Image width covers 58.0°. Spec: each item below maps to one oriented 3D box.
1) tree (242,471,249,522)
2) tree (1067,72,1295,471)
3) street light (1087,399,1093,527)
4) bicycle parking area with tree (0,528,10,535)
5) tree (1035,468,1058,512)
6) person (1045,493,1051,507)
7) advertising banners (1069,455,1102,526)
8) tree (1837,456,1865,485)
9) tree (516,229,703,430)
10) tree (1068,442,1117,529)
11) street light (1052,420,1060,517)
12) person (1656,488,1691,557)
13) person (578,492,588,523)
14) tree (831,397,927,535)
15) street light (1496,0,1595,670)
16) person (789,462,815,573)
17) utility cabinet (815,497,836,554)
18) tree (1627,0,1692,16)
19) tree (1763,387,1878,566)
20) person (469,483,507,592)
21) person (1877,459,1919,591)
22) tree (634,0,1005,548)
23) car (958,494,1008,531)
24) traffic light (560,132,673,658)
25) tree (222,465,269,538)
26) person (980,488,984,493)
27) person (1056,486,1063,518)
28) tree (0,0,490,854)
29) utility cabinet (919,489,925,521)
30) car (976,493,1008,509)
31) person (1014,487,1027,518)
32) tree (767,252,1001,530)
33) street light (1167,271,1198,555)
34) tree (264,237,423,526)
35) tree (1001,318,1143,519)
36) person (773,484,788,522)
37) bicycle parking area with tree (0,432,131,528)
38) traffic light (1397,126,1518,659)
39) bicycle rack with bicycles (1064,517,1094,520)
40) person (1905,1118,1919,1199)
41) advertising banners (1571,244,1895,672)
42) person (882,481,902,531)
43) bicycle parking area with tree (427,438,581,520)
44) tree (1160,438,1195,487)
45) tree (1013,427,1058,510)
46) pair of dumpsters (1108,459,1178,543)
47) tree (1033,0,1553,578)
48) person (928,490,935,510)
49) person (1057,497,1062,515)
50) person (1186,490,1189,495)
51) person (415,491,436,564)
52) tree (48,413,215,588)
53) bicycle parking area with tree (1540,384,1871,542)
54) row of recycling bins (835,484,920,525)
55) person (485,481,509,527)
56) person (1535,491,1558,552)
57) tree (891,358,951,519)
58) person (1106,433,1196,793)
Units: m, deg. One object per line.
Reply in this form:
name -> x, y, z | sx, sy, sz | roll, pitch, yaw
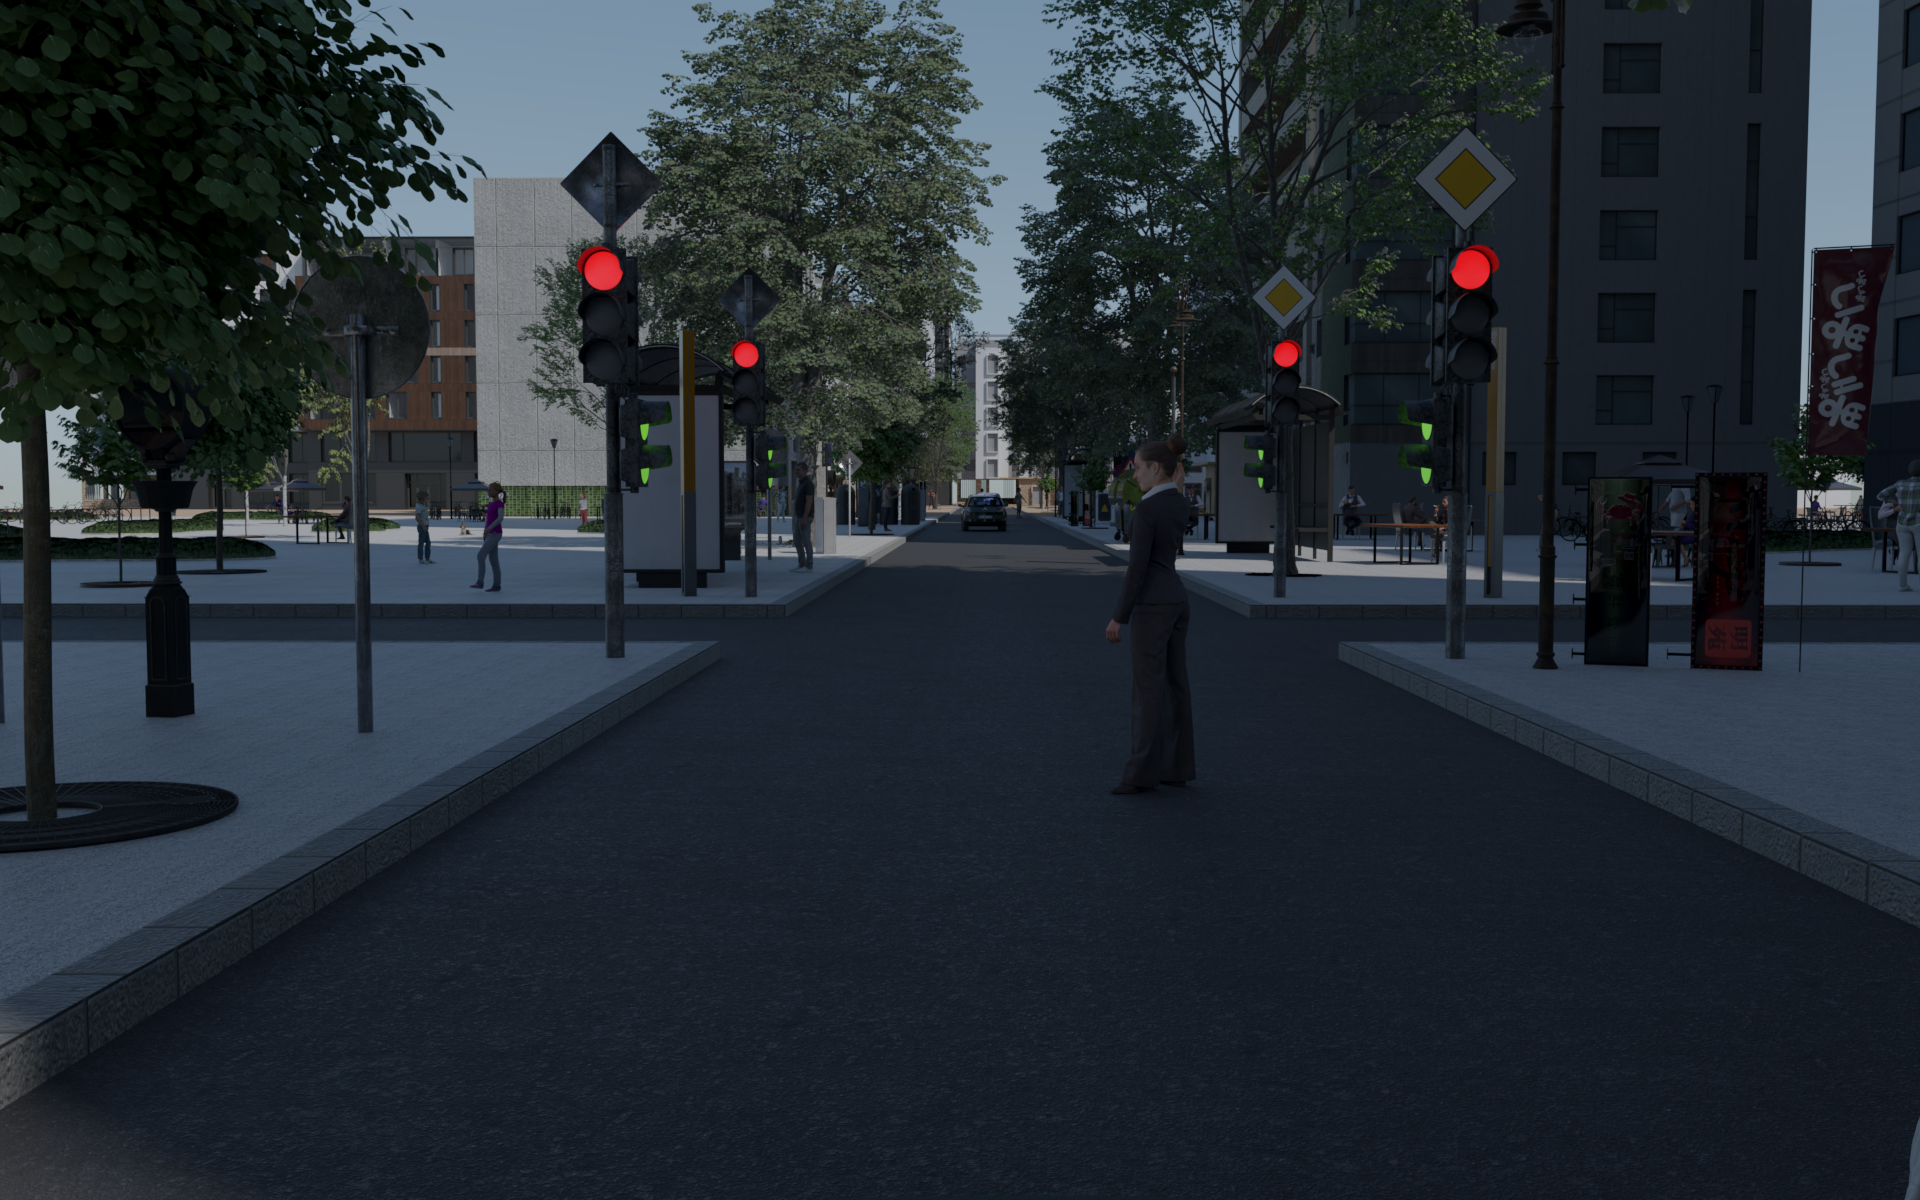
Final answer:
tree -> -33.262, -7.925, 79.931 | 4.360, 8.622, 3.978 | 0, 3, 0
tree -> 6.060, -8.954, 53.056 | 9.857, 13.997, 8.962 | 0, 3, 0
street light -> 5.006, -5.699, 65.966 | 0.468, 5.910, 1.993 | 0, 4, 1
bicycle parking area with tree -> -27.171, -3.222, 39.674 | 9.016, 4.147, 8.231 | 2, 4, 25
tree -> 6.025, -7.753, 121.356 | 1.663, 3.219, 1.824 | 0, 3, 0
person -> 8.946, -10.321, 177.265 | 0.705, 1.822, 1.348 | -1, 4, -23
advertising banners -> 5.062, -4.482, 69.468 | 0.090, 3.025, 2.074 | 3, 5, 44
tree -> 28.919, -4.334, 54.569 | 4.285, 4.588, 4.351 | 0, 3, 0
tree -> -12.792, -8.560, 65.713 | 9.928, 11.665, 9.643 | 0, 3, 0
tree -> 4.982, -4.246, 64.016 | 1.663, 3.219, 1.824 | 0, 3, 0
street light -> 5.311, -7.547, 96.188 | 0.468, 5.910, 1.993 | 0, 4, 1
person -> 14.394, -1.759, 34.950 | 0.789, 1.805, 0.875 | 0, 4, -3
person -> -13.314, -3.143, 61.343 | 0.435, 1.345, 0.340 | 0, 4, 5
tree -> -2.748, -4.311, 54.200 | 4.285, 4.588, 4.351 | 0, 3, 0
street light -> 4.307, -2.433, 12.563 | 0.468, 5.910, 1.993 | 0, 4, 1
person -> -2.597, -1.359, 28.398 | 0.434, 1.807, 0.598 | 0, 4, -6
utility cabinet -> -2.897, -1.605, 37.402 | 0.306, 1.237, 1.020 | -1, 4, -15
tree -> 4.908, -5.383, 6.133 | 7.486, 12.596, 7.792 | 0, 3, 0
tree -> 15.285, -2.241, 31.244 | 1.663, 3.219, 1.824 | 0, 3, 0
person -> -6.191, -0.809, 22.507 | 0.776, 1.434, 0.726 | -3, 5, -39
person -> 12.487, -0.973, 22.672 | 0.376, 1.734, 0.841 | -2, 4, -28
tree -> -3.774, -8.236, 41.320 | 9.857, 13.997, 8.962 | 0, 3, 0
car -> 0.922, -3.564, 68.052 | 2.009, 1.686, 4.222 | 0, 4, -1
traffic light -> -2.691, -1.503, 13.488 | 0.839, 4.253, 0.868 | 0, 4, 1
tree -> -21.018, -3.422, 50.549 | 1.663, 3.219, 1.824 | 0, 3, 0
person -> 1.448, -6.619, 116.717 | 0.705, 1.824, 1.348 | -2, 4, -34
person -> 5.521, -5.294, 93.318 | 0.841, 1.734, 0.376 | 2, 4, 33
tree -> -3.553, -1.404, 6.673 | 4.285, 4.588, 4.351 | 0, 3, 0
utility cabinet -> -2.142, -4.470, 81.759 | 1.173, 1.500, 0.318 | 3, 5, 43
car -> 1.279, -4.359, 80.853 | 1.945, 1.707, 3.694 | 0, 3, 0
person -> 3.536, -5.780, 103.006 | 0.705, 1.824, 1.348 | 2, 4, 33
tree -> -3.192, -7.786, 61.711 | 8.767, 10.594, 7.601 | 0, 4, -1
street light -> 4.619, -3.871, 36.076 | 0.468, 5.910, 1.993 | 0, 4, 1
tree -> -17.033, -6.017, 48.738 | 4.737, 8.622, 4.395 | 0, 3, 0
tree -> 5.402, -9.418, 88.390 | 8.767, 10.594, 7.601 | 0, 4, -8
person -> -8.124, -4.414, 78.935 | 0.841, 1.734, 0.376 | -3, 4, -36
bicycle parking area with tree -> -41.217, -5.459, 76.250 | 9.016, 4.147, 8.231 | 0, 4, 6
traffic light -> 3.850, -1.498, 13.420 | 0.839, 4.253, 0.868 | 0, 4, 1
bicycle rack with bicycles -> 6.494, -4.395, 85.239 | 2.925, 0.926, 2.852 | -1, 4, -13
person -> 1.989, 0.960, 3.275 | 0.381, 0.543, 0.357 | -3, 5, -43
advertising banners -> 5.574, -1.003, 12.584 | 2.074, 3.025, 0.090 | 1, 4, 23
person -> -2.346, -3.263, 59.926 | 0.750, 1.759, 0.617 | 0, 4, 3
bicycle parking area with tree -> -23.517, -6.253, 89.241 | 8.231, 4.147, 9.016 | 0, 4, -7
tree -> 11.156, -6.805, 94.971 | 4.285, 4.588, 4.351 | 0, 3, 0
tree -> 6.387, -11.304, 135.187 | 4.360, 8.622, 3.978 | 0, 3, 0
pair of dumpsters -> 4.859, -2.645, 45.733 | 1.574, 2.255, 4.437 | 0, 4, 1
tree -> 4.889, -6.172, 26.670 | 9.928, 11.665, 9.643 | 0, 3, 0
person -> -2.311, -8.073, 139.511 | 0.593, 1.643, 0.415 | -3, 4, -38
person -> 6.299, -6.019, 107.640 | 0.628, 1.438, 0.799 | -1, 4, -18
person -> 11.726, -4.952, 89.705 | 0.600, 1.496, 0.574 | -1, 4, -10
person -> -9.807, -1.335, 31.784 | 0.340, 1.345, 0.435 | -1, 4, -13
tree -> -11.623, -1.807, 24.154 | 1.663, 3.219, 1.824 | 0, 3, 0
bicycle parking area with tree -> 20.335, -3.734, 48.048 | 9.016, 4.147, 8.231 | 2, 4, 29
row of recycling bins -> -3.443, -3.988, 72.314 | 3.534, 1.692, 1.069 | 0, 4, -2
person -> -16.179, -3.287, 60.500 | 0.841, 1.734, 0.376 | -1, 4, -9
person -> 13.073, -1.751, 38.589 | 0.435, 1.345, 0.340 | 0, 4, 7
tree -> -3.011, -8.588, 90.784 | 4.360, 8.622, 3.978 | 0, 3, 0
person -> 0.945, 0.045, 8.562 | 0.445, 1.727, 0.742 | 0, 4, 5
